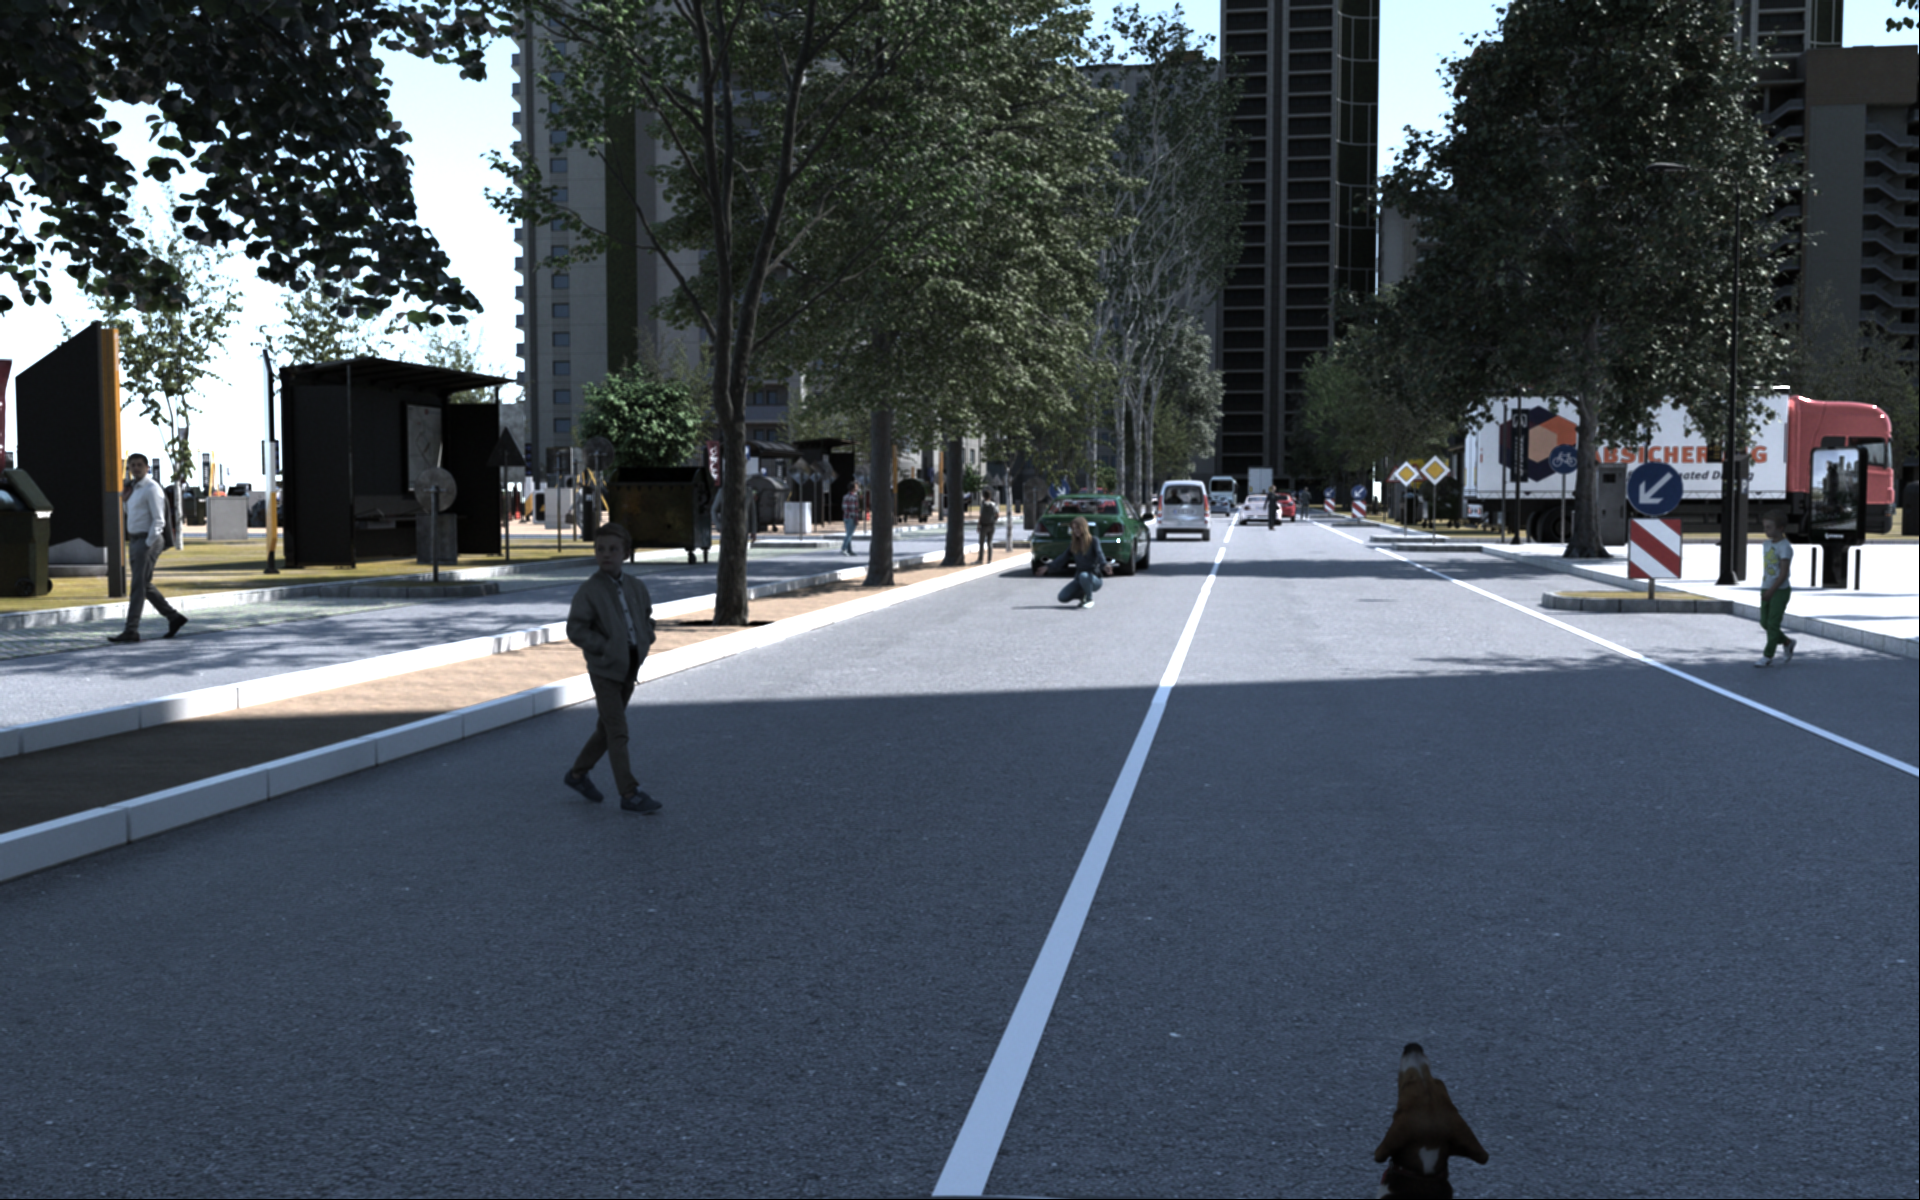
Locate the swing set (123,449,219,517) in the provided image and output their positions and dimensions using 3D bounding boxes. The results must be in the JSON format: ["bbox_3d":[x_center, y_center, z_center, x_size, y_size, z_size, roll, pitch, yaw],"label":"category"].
[{"bbox_3d":[-27.671,-3.879,61.037,3.119,2.851,2.862,-1,4,-13],"label":"swing set"}]

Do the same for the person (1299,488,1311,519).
[{"bbox_3d":[19.520,-5.463,97.998,0.661,1.801,0.590,0,4,3],"label":"person"}]

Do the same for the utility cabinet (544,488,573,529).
[{"bbox_3d":[-14.477,-3.306,62.732,1.173,1.500,0.318,2,4,26],"label":"utility cabinet"}]

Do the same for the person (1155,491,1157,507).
[{"bbox_3d":[21.471,-10.987,188.872,1.217,1.736,0.721,0,4,6],"label":"person"}]

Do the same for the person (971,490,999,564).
[{"bbox_3d":[0.522,-1.469,35.107,0.523,1.515,0.503,2,4,29],"label":"person"}]

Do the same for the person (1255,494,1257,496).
[{"bbox_3d":[22.374,-7.306,131.182,0.991,1.433,0.599,0,4,-1],"label":"person"}]

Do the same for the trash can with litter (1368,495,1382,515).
[{"bbox_3d":[24.934,-5.724,104.648,1.678,1.210,2.233,2,4,25],"label":"trash can with litter"}]

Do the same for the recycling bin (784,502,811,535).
[{"bbox_3d":[-5.166,-2.608,55.194,0.722,1.027,0.722,1,4,9],"label":"recycling bin"}]

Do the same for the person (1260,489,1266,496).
[{"bbox_3d":[25.359,-8.324,144.602,1.348,1.823,0.705,1,4,14],"label":"person"}]

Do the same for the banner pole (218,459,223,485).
[{"bbox_3d":[-53.239,-8.243,124.786,0.401,3.779,0.863,0,4,-4],"label":"banner pole"}]

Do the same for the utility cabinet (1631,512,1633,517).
[{"bbox_3d":[25.635,-3.455,65.170,1.173,1.500,0.318,2,4,34],"label":"utility cabinet"}]

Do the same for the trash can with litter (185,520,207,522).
[{"bbox_3d":[-34.954,-4.133,78.629,1.678,1.210,2.233,1,4,18],"label":"trash can with litter"}]

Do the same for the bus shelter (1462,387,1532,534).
[{"bbox_3d":[19.041,-5.006,59.474,2.179,5.291,8.768,1,4,9],"label":"bus shelter"}]

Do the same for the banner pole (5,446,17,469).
[{"bbox_3d":[-48.845,-6.075,89.348,0.863,3.779,0.401,-3,5,-40],"label":"banner pole"}]

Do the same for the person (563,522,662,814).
[{"bbox_3d":[-1.582,0.296,7.936,0.640,1.303,0.475,2,4,29],"label":"person"}]

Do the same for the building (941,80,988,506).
[{"bbox_3d":[-8.554,-45.551,183.004,20.611,71.187,20.563,1,4,9],"label":"building"}]

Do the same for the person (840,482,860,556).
[{"bbox_3d":[-2.574,-1.894,40.303,0.643,1.720,0.563,-2,4,-29],"label":"person"}]

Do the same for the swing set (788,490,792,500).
[{"bbox_3d":[-7.637,-5.611,89.360,2.862,2.851,3.119,0,4,6],"label":"swing set"}]

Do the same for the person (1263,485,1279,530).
[{"bbox_3d":[12.382,-3.669,68.908,0.576,1.772,0.534,-3,5,-45],"label":"person"}]

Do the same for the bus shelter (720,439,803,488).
[{"bbox_3d":[-7.559,-4.360,65.207,2.014,3.302,5.546,1,4,9],"label":"bus shelter"}]

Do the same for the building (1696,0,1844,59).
[{"bbox_3d":[100.923,-47.934,221.977,20.611,71.187,20.563,1,4,9],"label":"building"}]

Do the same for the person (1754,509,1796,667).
[{"bbox_3d":[6.830,-0.105,14.461,0.590,1.304,0.306,-2,4,-32],"label":"person"}]

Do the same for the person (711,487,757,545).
[{"bbox_3d":[-3.192,-0.974,24.532,0.635,1.810,0.391,-2,4,-28],"label":"person"}]

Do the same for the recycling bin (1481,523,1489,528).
[{"bbox_3d":[20.512,-3.295,66.425,0.722,1.027,0.722,-2,4,-24],"label":"recycling bin"}]

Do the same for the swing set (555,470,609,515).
[{"bbox_3d":[-19.445,-5.520,87.871,2.862,2.851,3.119,0,4,6],"label":"swing set"}]

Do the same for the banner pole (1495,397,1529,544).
[{"bbox_3d":[14.283,-3.346,44.727,0.863,3.779,0.401,0,4,-2],"label":"banner pole"}]

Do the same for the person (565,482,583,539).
[{"bbox_3d":[-11.905,-2.793,54.292,0.853,1.813,0.709,1,4,18],"label":"person"}]

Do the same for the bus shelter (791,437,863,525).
[{"bbox_3d":[-5.712,-5.119,74.974,1.731,3.624,6.357,1,4,9],"label":"bus shelter"}]

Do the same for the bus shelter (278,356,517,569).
[{"bbox_3d":[-10.427,-2.534,32.715,1.731,3.624,6.357,1,4,9],"label":"bus shelter"}]

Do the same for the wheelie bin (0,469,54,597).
[{"bbox_3d":[-11.819,-0.842,21.675,0.693,1.594,0.980,-1,4,-9],"label":"wheelie bin"}]

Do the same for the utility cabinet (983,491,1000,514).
[{"bbox_3d":[2.061,-6.362,112.695,1.173,1.500,0.318,3,5,44],"label":"utility cabinet"}]

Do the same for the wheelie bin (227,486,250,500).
[{"bbox_3d":[-29.345,-3.822,70.401,0.693,1.594,0.980,3,5,44],"label":"wheelie bin"}]

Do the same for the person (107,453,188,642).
[{"bbox_3d":[-7.980,-0.510,16.941,0.679,1.850,0.850,3,4,37],"label":"person"}]

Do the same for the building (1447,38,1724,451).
[{"bbox_3d":[59.640,-31.408,168.148,22.147,44.769,28.867,1,4,9],"label":"building"}]

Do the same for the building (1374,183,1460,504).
[{"bbox_3d":[61.878,-33.179,226.077,14.086,41.232,14.154,1,4,9],"label":"building"}]

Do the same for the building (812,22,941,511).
[{"bbox_3d":[-14.362,-36.947,146.089,21.231,58.520,28.212,1,4,9],"label":"building"}]

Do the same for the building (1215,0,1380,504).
[{"bbox_3d":[44.875,-48.458,230.543,20.611,71.187,20.563,1,4,9],"label":"building"}]

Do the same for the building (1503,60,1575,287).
[{"bbox_3d":[52.950,-28.381,147.630,14.154,41.232,14.086,1,4,9],"label":"building"}]

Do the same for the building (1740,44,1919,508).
[{"bbox_3d":[83.900,-31.900,171.680,14.200,45.320,14.600,1,4,9],"label":"building"}]

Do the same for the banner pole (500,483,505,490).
[{"bbox_3d":[-32.119,-8.002,120.850,0.863,3.779,0.401,-2,4,-35],"label":"banner pole"}]

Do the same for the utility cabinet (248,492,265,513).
[{"bbox_3d":[-44.231,-6.148,109.204,1.173,1.500,0.318,-1,4,-10],"label":"utility cabinet"}]

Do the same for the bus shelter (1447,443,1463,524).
[{"bbox_3d":[21.959,-5.864,73.515,2.179,5.291,8.768,1,4,10],"label":"bus shelter"}]

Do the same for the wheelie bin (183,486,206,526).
[{"bbox_3d":[-30.918,-3.793,69.930,0.693,1.594,0.980,0,4,6],"label":"wheelie bin"}]

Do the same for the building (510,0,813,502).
[{"bbox_3d":[-32.737,-39.518,188.118,28.212,58.520,21.231,1,4,9],"label":"building"}]

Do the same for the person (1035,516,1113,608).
[{"bbox_3d":[1.569,-0.478,21.815,1.012,1.151,0.738,3,5,39],"label":"person"}]

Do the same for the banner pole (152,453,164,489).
[{"bbox_3d":[-48.791,-7.065,105.528,0.863,3.779,0.401,-1,4,-9],"label":"banner pole"}]

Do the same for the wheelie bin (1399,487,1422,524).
[{"bbox_3d":[19.201,-4.050,74.125,0.693,1.594,0.980,-1,4,-12],"label":"wheelie bin"}]

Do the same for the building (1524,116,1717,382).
[{"bbox_3d":[50.579,-22.148,133.814,14.160,30.474,14.107,1,4,9],"label":"building"}]

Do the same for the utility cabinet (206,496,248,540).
[{"bbox_3d":[-20.457,-2.273,48.332,1.020,1.237,0.306,-3,5,-39],"label":"utility cabinet"}]

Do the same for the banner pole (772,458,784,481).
[{"bbox_3d":[-9.533,-6.122,90.117,0.863,3.779,0.401,1,4,11],"label":"banner pole"}]

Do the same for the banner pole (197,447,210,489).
[{"bbox_3d":[-40.311,-6.256,92.305,0.401,3.779,0.863,3,5,40],"label":"banner pole"}]

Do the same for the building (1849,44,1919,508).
[{"bbox_3d":[97.987,-31.788,169.840,14.200,45.320,14.600,1,4,9],"label":"building"}]

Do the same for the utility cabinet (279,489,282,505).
[{"bbox_3d":[-39.194,-5.591,100.087,0.318,1.500,1.173,-2,4,-34],"label":"utility cabinet"}]

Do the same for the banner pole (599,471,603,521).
[{"bbox_3d":[-16.808,-5.572,81.115,0.401,3.779,0.863,-1,4,-20],"label":"banner pole"}]

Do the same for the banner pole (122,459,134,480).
[{"bbox_3d":[-52.056,-7.250,108.557,0.863,3.779,0.401,0,4,-3],"label":"banner pole"}]
